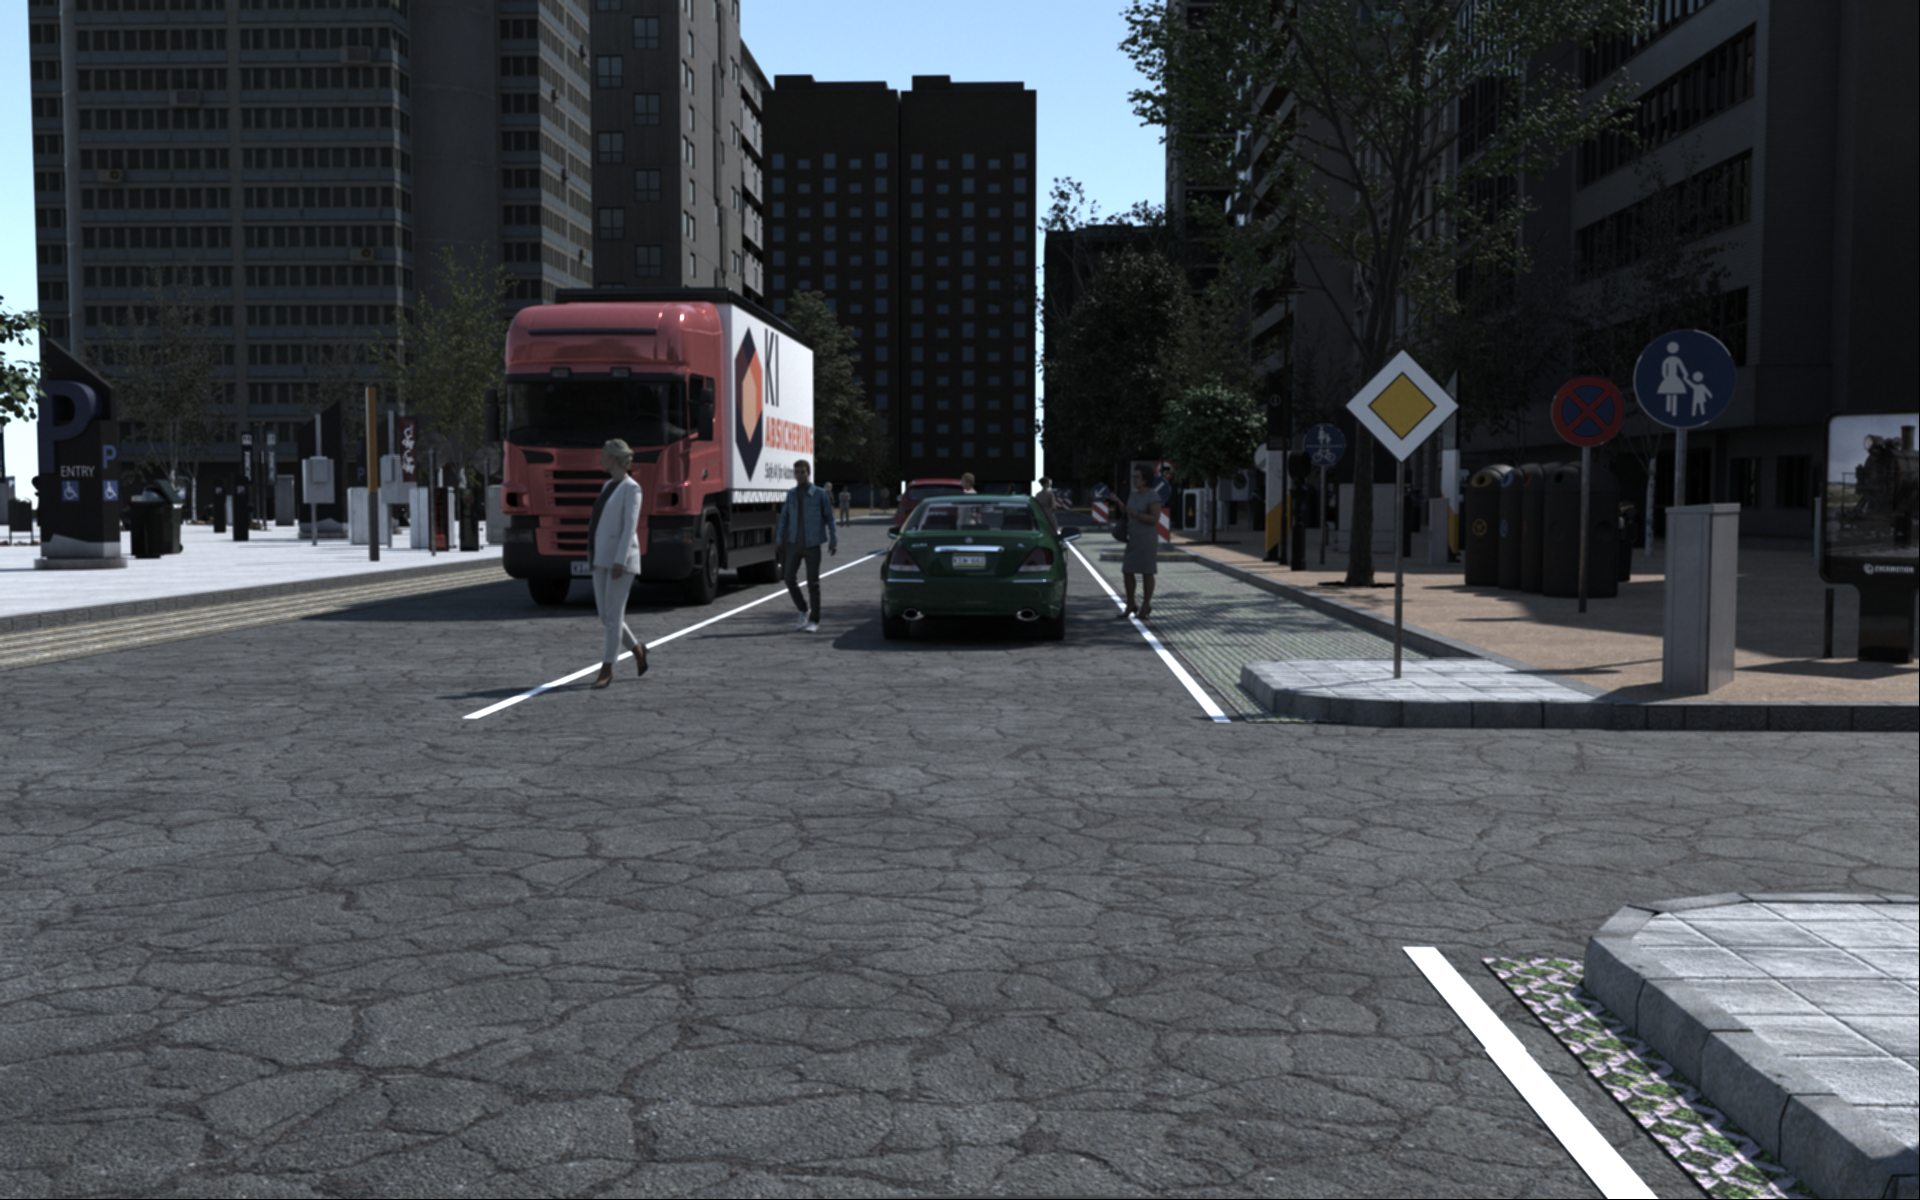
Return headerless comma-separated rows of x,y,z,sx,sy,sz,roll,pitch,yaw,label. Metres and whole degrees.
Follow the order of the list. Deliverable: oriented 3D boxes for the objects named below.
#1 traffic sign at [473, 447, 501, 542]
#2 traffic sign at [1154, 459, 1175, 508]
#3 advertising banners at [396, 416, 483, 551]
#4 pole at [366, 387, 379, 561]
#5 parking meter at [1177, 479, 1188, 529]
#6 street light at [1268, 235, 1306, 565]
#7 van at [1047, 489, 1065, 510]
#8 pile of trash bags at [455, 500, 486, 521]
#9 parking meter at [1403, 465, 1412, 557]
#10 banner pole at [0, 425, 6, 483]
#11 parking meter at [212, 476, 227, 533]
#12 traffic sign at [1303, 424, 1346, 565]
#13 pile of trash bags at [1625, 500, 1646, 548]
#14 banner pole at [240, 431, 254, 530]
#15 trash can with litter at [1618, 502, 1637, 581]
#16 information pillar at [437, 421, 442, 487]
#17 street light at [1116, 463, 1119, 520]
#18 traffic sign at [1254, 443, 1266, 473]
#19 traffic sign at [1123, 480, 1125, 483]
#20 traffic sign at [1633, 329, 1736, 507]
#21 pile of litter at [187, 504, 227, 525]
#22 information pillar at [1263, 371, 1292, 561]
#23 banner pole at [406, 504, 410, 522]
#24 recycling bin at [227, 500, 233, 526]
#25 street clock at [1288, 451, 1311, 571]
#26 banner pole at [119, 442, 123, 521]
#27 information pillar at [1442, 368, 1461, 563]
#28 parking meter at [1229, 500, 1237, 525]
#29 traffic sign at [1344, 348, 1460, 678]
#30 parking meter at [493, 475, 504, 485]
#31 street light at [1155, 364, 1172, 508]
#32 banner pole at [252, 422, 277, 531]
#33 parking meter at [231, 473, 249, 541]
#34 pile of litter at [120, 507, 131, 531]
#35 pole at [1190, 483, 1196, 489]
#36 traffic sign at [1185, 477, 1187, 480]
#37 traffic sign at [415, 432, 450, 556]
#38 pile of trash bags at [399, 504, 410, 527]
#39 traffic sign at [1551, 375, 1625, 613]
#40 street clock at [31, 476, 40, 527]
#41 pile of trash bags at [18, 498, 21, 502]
-12.733,-2.844,46.611,0.768,2.556,0.104,1,4,9,traffic sign
7.414,-3.835,62.815,0.768,2.556,0.104,1,4,10,traffic sign
-11.709,-2.614,38.926,2.074,3.025,0.090,1,4,13,advertising banners
-11.230,-2.401,33.107,0.158,3.312,0.155,0,3,0,pole
8.147,-3.532,63.465,0.255,1.863,0.399,-2,4,-30,parking meter
5.854,-3.569,31.141,0.468,5.910,1.993,0,4,2,street light
7.953,-8.576,147.226,2.013,2.044,4.112,0,4,2,van
-22.695,-4.450,82.511,1.912,1.369,3.447,-3,4,-37,pile of trash bags
9.028,-1.805,35.218,0.255,1.863,0.399,0,4,6,parking meter
-27.059,-3.576,48.492,0.401,3.779,0.863,1,4,18,banner pole
-24.507,-3.159,57.353,0.399,1.863,0.255,-1,4,-18,parking meter
6.603,-1.919,31.475,0.768,2.556,0.104,0,4,7,traffic sign
15.095,-1.988,42.261,1.912,1.369,3.447,-2,4,-24,pile of trash bags
-24.959,-4.343,61.026,0.401,3.779,0.863,2,4,29,banner pole
9.395,-0.863,25.494,0.624,1.170,1.055,-3,5,-39,trash can with litter
-16.708,-3.933,55.667,0.183,3.616,0.504,-1,4,-11,information pillar
7.820,-6.913,85.816,0.468,5.910,1.993,0,4,2,street light
7.590,-2.595,42.541,0.768,2.556,0.104,1,4,11,traffic sign
8.592,-5.309,86.804,0.884,2.594,0.081,1,4,8,traffic sign
5.600,-0.818,13.474,0.768,2.556,0.104,0,4,6,traffic sign
-31.448,-3.573,72.387,1.719,0.858,1.176,1,4,19,pile of litter
6.056,-2.547,32.995,0.504,3.616,0.183,-1,4,-12,information pillar
-25.707,-5.561,80.931,0.401,3.779,0.863,2,4,24,banner pole
-29.226,-3.516,70.038,0.722,1.027,0.722,-2,4,-27,recycling bin
5.655,-1.488,28.895,0.358,2.002,0.471,2,4,34,street clock
-40.640,-5.722,83.579,0.401,3.779,0.863,1,4,11,banner pole
9.221,-2.518,32.520,0.183,3.616,0.504,-1,4,-15,information pillar
11.429,-4.093,72.625,0.399,1.863,0.255,-1,4,-12,parking meter
3.044,-0.511,12.004,0.795,2.450,0.064,0,4,2,traffic sign
-14.150,-2.908,53.257,0.255,1.863,0.399,-3,5,-44,parking meter
6.872,-5.258,58.759,0.468,5.910,1.993,0,4,2,street light
-24.111,-4.306,60.420,0.863,3.779,0.401,2,4,28,banner pole
-19.610,-2.539,47.221,0.399,1.863,0.255,-2,4,-35,parking meter
-29.001,-2.807,59.863,1.176,0.858,1.719,2,4,30,pile of litter
8.268,-4.134,61.433,0.158,3.312,0.155,0,3,0,pole
9.229,-4.431,72.554,0.768,2.556,0.104,0,4,8,traffic sign
-10.894,-2.181,35.771,0.768,2.556,0.104,0,4,8,traffic sign
-22.920,-3.574,68.180,1.912,1.369,3.447,-2,4,-31,pile of trash bags
6.734,-1.134,18.654,0.768,2.556,0.104,0,4,7,traffic sign
-36.395,-3.908,68.462,0.471,2.002,0.358,-1,4,-18,street clock
-48.553,-4.753,87.462,1.912,1.369,3.447,0,4,-3,pile of trash bags
